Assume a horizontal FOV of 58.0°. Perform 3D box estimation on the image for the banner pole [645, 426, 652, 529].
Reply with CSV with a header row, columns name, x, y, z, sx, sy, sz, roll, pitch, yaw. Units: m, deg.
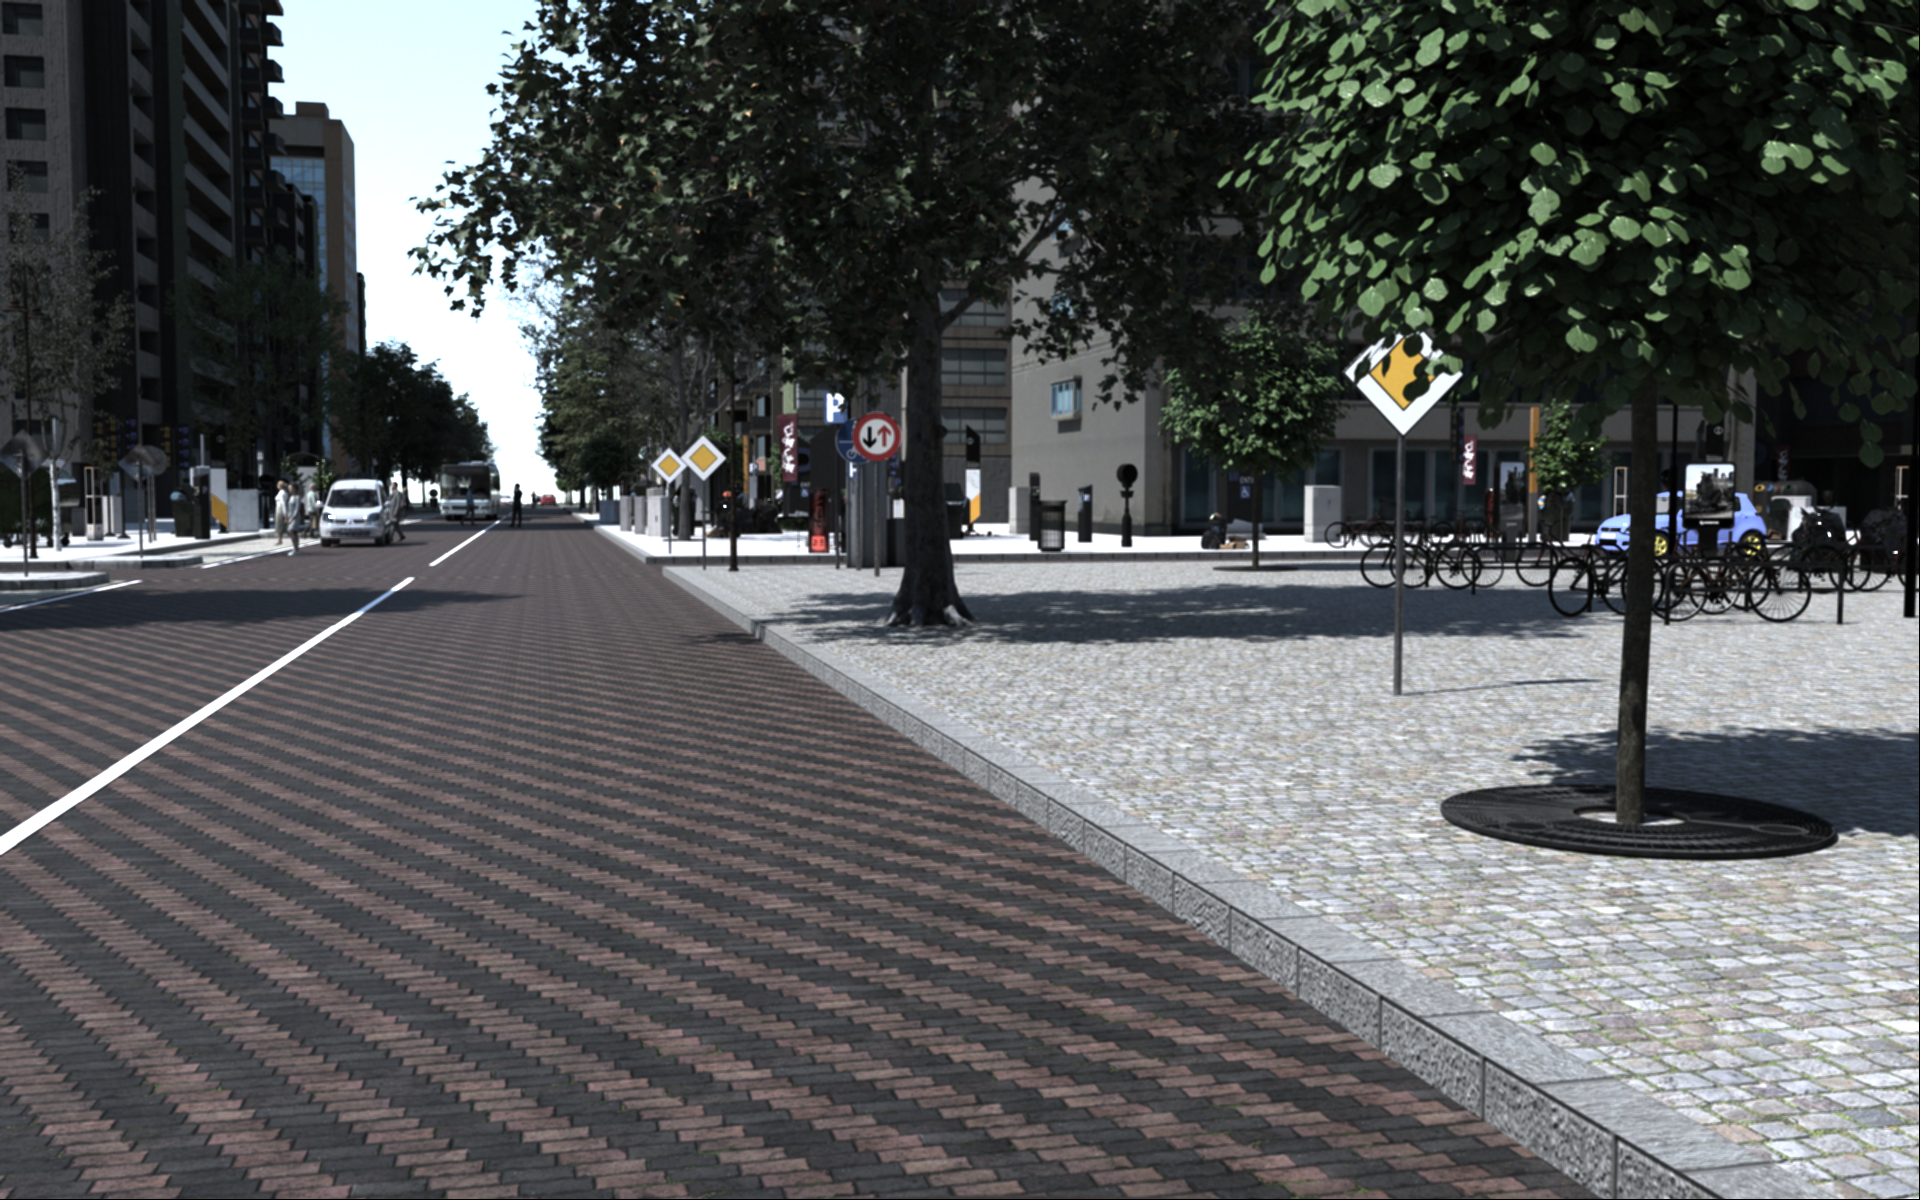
name,x,y,z,sx,sy,sz,roll,pitch,yaw
banner pole,-11.438,-4.506,63.693,0.401,3.779,0.863,-2,4,-25

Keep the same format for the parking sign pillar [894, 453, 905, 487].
name,x,y,z,sx,sy,sz,roll,pitch,yaw
parking sign pillar,-3.268,-6.526,95.179,1.447,3.967,1.447,1,4,12

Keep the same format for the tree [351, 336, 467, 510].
name,x,y,z,sx,sy,sz,roll,pitch,yaw
tree,-44.392,-14.172,138.368,9.857,13.997,8.962,0,3,0

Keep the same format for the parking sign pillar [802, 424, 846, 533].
name,x,y,z,sx,sy,sz,roll,pitch,yaw
parking sign pillar,-4.315,-4.226,57.564,1.447,3.967,1.447,0,4,3

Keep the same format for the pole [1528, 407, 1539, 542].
name,x,y,z,sx,sy,sz,roll,pitch,yaw
pole,13.475,-2.865,40.687,0.158,3.312,0.155,0,3,0

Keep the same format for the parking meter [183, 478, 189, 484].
name,x,y,z,sx,sy,sz,roll,pitch,yaw
parking meter,-28.128,-3.518,63.236,0.255,1.863,0.399,1,4,11

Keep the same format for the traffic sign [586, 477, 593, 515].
name,x,y,z,sx,sy,sz,roll,pitch,yaw
traffic sign,-22.716,-6.533,106.922,0.768,2.556,0.104,0,4,-5

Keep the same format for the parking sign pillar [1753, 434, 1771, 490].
name,x,y,z,sx,sy,sz,roll,pitch,yaw
parking sign pillar,28.572,-4.533,62.583,1.447,3.967,1.447,2,4,27

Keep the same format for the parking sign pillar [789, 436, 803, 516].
name,x,y,z,sx,sy,sz,roll,pitch,yaw
parking sign pillar,-6.501,-5.135,72.429,1.447,3.967,1.447,-1,4,-9

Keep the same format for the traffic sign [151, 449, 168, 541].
name,x,y,z,sx,sy,sz,roll,pitch,yaw
traffic sign,-22.090,-2.895,47.437,0.768,2.556,0.104,0,4,-8

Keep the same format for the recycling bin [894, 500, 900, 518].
name,x,y,z,sx,sy,sz,roll,pitch,yaw
recycling bin,-2.492,-3.840,75.342,0.722,1.027,0.722,0,4,5

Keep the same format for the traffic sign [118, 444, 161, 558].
name,x,y,z,sx,sy,sz,roll,pitch,yaw
traffic sign,-16.364,-1.892,34.570,0.795,2.450,0.064,-1,4,-14

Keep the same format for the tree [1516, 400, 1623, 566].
name,x,y,z,sx,sy,sz,roll,pitch,yaw
tree,10.376,-2.151,29.775,1.663,3.219,1.824,0,3,0

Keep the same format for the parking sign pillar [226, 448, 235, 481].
name,x,y,z,sx,sy,sz,roll,pitch,yaw
parking sign pillar,-42.820,-6.910,101.455,1.447,3.967,1.447,-1,4,-12

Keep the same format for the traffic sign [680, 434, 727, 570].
name,x,y,z,sx,sy,sz,roll,pitch,yaw
traffic sign,-4.327,-1.566,29.239,0.795,2.450,0.064,-1,4,-14

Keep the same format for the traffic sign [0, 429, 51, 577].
name,x,y,z,sx,sy,sz,roll,pitch,yaw
traffic sign,-14.484,-1.417,26.809,0.795,2.450,0.064,-1,4,-14

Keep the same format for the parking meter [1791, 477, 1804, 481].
name,x,y,z,sx,sy,sz,roll,pitch,yaw
parking meter,28.314,-3.238,58.659,0.399,1.863,0.255,3,5,41

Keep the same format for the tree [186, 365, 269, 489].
name,x,y,z,sx,sy,sz,roll,pitch,yaw
tree,-40.080,-8.879,95.536,4.737,8.622,4.395,0,3,0

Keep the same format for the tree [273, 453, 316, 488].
name,x,y,z,sx,sy,sz,roll,pitch,yaw
tree,-31.277,-5.288,81.053,1.663,3.219,1.824,0,3,0

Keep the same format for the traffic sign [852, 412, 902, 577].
name,x,y,z,sx,sy,sz,roll,pitch,yaw
traffic sign,-1.289,-1.639,26.902,0.768,2.556,0.104,0,4,-5

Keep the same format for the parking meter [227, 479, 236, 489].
name,x,y,z,sx,sy,sz,roll,pitch,yaw
parking meter,-28.686,-3.815,68.083,0.399,1.863,0.255,1,4,22

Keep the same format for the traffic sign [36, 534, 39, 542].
name,x,y,z,sx,sy,sz,roll,pitch,yaw
traffic sign,-24.724,-2.827,46.323,0.768,2.556,0.104,-1,4,-10

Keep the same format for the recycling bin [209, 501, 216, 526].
name,x,y,z,sx,sy,sz,roll,pitch,yaw
recycling bin,-30.564,-3.510,69.936,0.722,1.027,0.722,1,4,18

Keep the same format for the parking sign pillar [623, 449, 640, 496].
name,x,y,z,sx,sy,sz,roll,pitch,yaw
parking sign pillar,-20.523,-7.315,108.079,1.447,3.967,1.447,-3,5,-44

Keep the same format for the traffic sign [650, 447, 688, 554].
name,x,y,z,sx,sy,sz,roll,pitch,yaw
traffic sign,-6.207,-2.040,37.000,0.795,2.450,0.064,-1,4,-14

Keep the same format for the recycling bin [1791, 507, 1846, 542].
name,x,y,z,sx,sy,sz,roll,pitch,yaw
recycling bin,17.014,-1.332,34.338,0.722,1.027,0.722,-2,4,-26

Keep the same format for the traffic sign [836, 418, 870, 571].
name,x,y,z,sx,sy,sz,roll,pitch,yaw
traffic sign,-1.701,-1.767,28.992,0.768,2.556,0.104,-1,4,-10

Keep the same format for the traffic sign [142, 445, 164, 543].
name,x,y,z,sx,sy,sz,roll,pitch,yaw
traffic sign,-21.210,-2.764,45.303,0.768,2.556,0.104,-1,4,-12

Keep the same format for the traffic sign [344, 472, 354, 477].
name,x,y,z,sx,sy,sz,roll,pitch,yaw
traffic sign,-34.943,-6.068,99.310,0.768,2.556,0.104,0,4,-7

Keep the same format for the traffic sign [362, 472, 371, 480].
name,x,y,z,sx,sy,sz,roll,pitch,yaw
traffic sign,-34.703,-6.165,100.909,0.768,2.556,0.104,0,4,-4

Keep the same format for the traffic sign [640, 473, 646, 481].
name,x,y,z,sx,sy,sz,roll,pitch,yaw
traffic sign,-18.490,-6.133,100.387,0.768,2.556,0.104,-1,4,-13

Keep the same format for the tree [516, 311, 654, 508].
name,x,y,z,sx,sy,sz,roll,pitch,yaw
tree,-33.588,-18.310,155.264,12.611,20.169,13.585,0,3,0

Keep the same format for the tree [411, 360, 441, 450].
name,x,y,z,sx,sy,sz,roll,pitch,yaw
tree,-40.786,-12.012,122.147,9.928,11.665,9.643,0,3,0

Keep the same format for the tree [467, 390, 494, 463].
name,x,y,z,sx,sy,sz,roll,pitch,yaw
tree,-54.354,-16.813,181.543,9.857,13.997,8.962,0,3,0

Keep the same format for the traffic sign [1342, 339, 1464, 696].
name,x,y,z,sx,sy,sz,roll,pitch,yaw
traffic sign,2.784,-0.598,10.957,0.795,2.450,0.064,0,4,-7

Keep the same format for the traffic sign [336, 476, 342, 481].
name,x,y,z,sx,sy,sz,roll,pitch,yaw
traffic sign,-35.995,-6.097,99.784,0.768,2.556,0.104,0,4,-8

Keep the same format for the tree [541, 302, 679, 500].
name,x,y,z,sx,sy,sz,roll,pitch,yaw
tree,-17.952,-10.534,90.353,7.486,12.596,7.792,0,3,0

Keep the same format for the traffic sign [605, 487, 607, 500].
name,x,y,z,sx,sy,sz,roll,pitch,yaw
traffic sign,-19.840,-5.935,97.140,0.768,2.556,0.104,0,4,-6

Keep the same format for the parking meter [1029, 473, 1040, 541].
name,x,y,z,sx,sy,sz,roll,pitch,yaw
parking meter,2.038,-2.545,47.328,0.255,1.863,0.399,0,4,-3

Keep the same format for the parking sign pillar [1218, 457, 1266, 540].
name,x,y,z,sx,sy,sz,roll,pitch,yaw
parking sign pillar,7.861,-3.673,48.518,1.447,3.967,1.447,-2,4,-31

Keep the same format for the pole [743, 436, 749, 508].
name,x,y,z,sx,sy,sz,roll,pitch,yaw
pole,-7.471,-4.081,60.574,0.158,3.312,0.155,0,3,0

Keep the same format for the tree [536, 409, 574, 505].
name,x,y,z,sx,sy,sz,roll,pitch,yaw
tree,-44.584,-16.617,197.444,9.928,11.665,9.643,0,3,0

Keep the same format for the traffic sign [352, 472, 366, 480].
name,x,y,z,sx,sy,sz,roll,pitch,yaw
traffic sign,-33.921,-5.973,97.772,0.768,2.556,0.104,0,4,-7

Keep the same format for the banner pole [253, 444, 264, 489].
name,x,y,z,sx,sy,sz,roll,pitch,yaw
banner pole,-34.996,-5.894,86.388,0.863,3.779,0.401,2,4,26

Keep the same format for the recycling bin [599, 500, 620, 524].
name,x,y,z,sx,sy,sz,roll,pitch,yaw
recycling bin,-15.042,-3.790,74.526,0.722,1.027,0.722,1,4,16

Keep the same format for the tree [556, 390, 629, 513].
name,x,y,z,sx,sy,sz,roll,pitch,yaw
tree,-24.005,-10.059,114.834,4.737,8.622,4.395,0,3,0

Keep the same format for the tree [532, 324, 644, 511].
name,x,y,z,sx,sy,sz,roll,pitch,yaw
tree,-27.415,-13.689,130.466,9.857,13.997,8.962,0,3,0
